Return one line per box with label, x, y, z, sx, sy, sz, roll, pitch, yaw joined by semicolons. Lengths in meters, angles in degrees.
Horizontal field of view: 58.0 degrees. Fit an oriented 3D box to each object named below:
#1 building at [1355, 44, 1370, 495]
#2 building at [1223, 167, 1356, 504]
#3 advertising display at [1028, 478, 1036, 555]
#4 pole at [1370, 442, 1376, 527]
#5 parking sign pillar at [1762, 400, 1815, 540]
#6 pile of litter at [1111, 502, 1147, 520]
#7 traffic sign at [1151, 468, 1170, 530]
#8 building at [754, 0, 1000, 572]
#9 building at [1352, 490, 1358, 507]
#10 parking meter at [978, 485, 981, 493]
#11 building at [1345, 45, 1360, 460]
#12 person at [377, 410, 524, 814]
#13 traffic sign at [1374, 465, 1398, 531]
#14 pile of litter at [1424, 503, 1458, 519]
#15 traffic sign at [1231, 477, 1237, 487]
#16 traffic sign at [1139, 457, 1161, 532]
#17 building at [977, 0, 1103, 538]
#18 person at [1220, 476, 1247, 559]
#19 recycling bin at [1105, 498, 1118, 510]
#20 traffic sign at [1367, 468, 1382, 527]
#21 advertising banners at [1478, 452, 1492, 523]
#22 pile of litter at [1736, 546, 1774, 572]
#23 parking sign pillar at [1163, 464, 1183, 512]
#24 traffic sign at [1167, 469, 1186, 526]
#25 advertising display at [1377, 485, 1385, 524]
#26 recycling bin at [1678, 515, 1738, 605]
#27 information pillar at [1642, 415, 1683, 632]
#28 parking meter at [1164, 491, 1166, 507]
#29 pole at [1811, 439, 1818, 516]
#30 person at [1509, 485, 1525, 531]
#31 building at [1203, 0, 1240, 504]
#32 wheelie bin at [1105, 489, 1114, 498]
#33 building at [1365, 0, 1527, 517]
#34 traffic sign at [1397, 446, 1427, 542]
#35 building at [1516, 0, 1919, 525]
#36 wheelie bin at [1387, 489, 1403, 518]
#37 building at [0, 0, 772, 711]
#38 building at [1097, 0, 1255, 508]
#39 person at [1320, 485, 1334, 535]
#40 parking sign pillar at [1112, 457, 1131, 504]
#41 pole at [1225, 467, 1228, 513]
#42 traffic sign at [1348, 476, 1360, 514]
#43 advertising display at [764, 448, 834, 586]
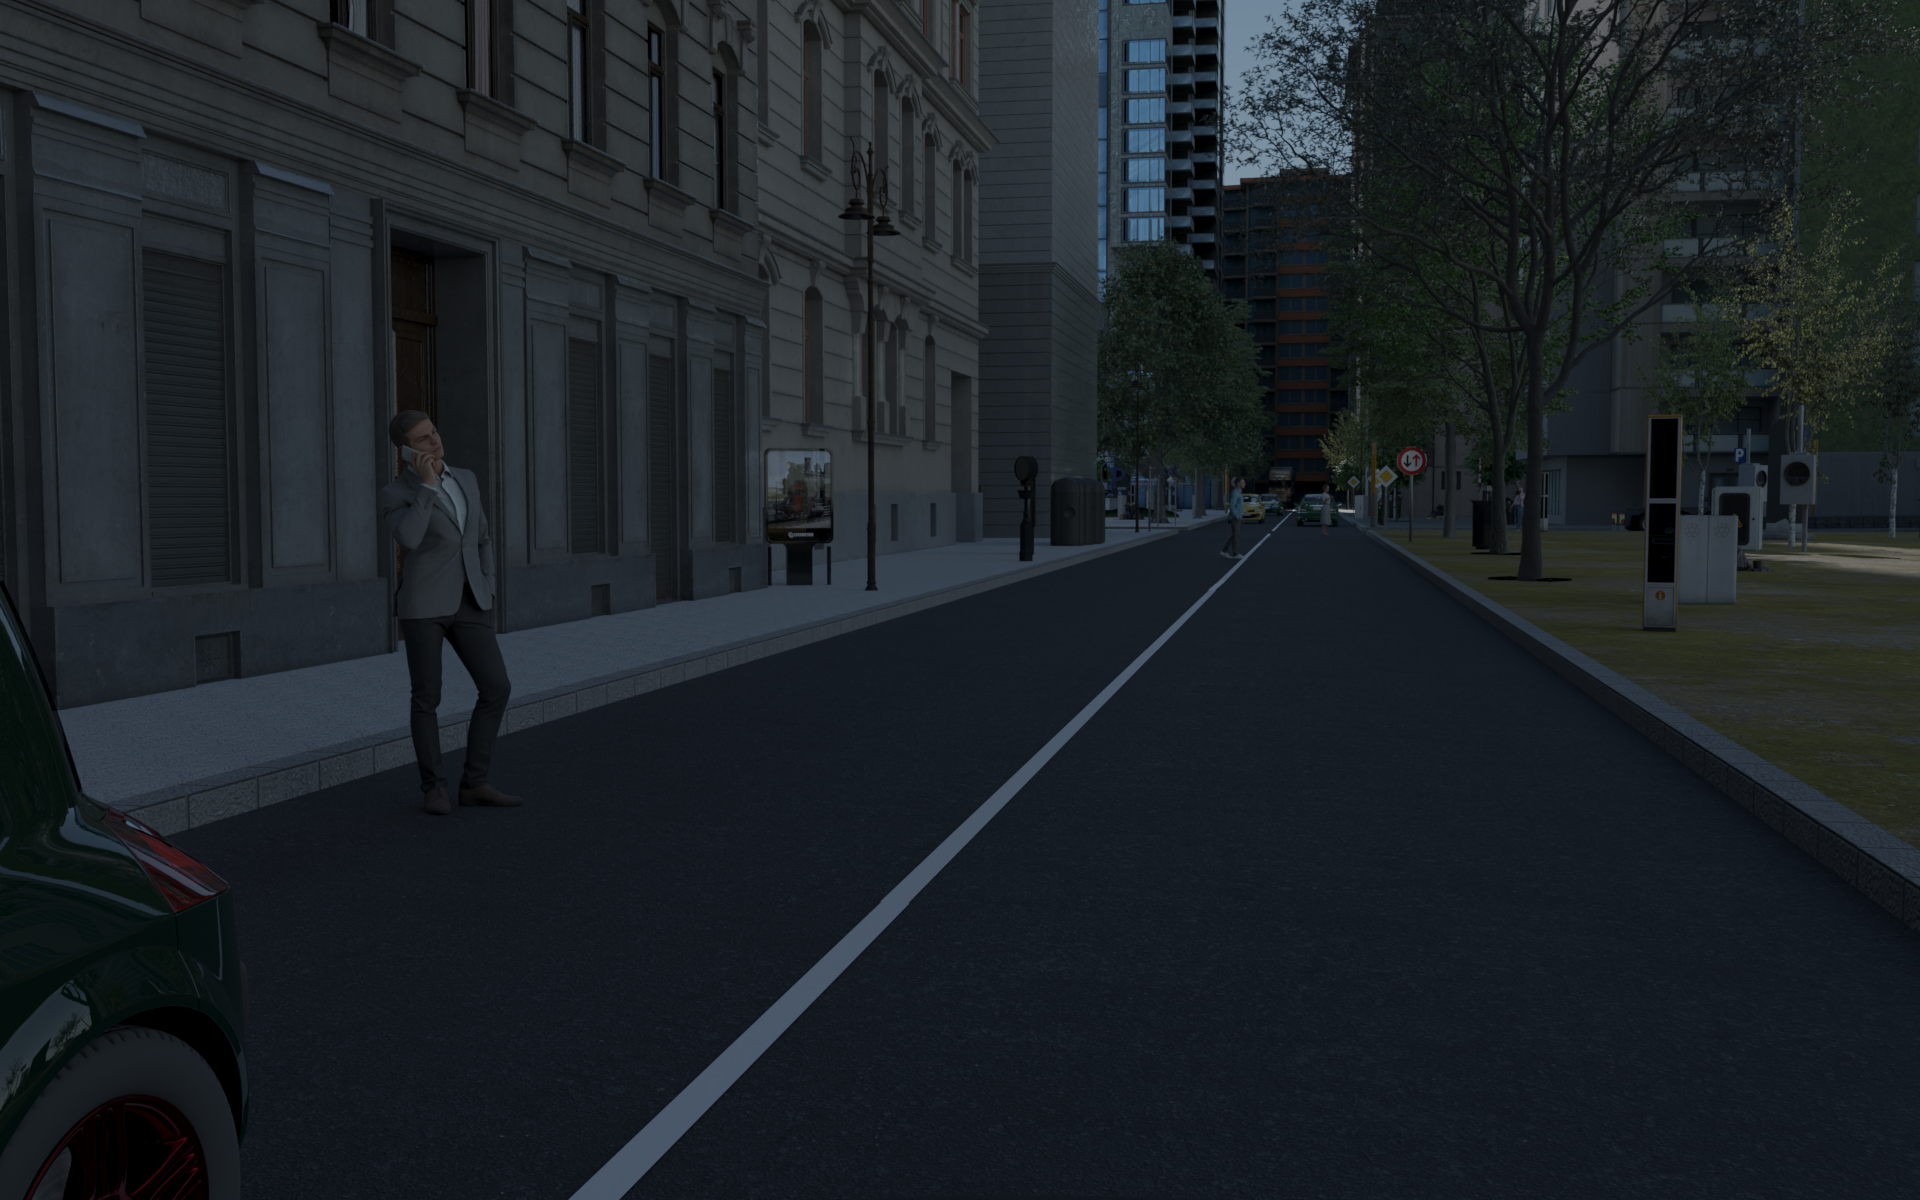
building;43.738;-31.108;158.730;14.600;45.320;14.200;1;4;11
building;45.885;-35.530;235.543;28.867;44.769;22.147;1;4;11
advertising display;1.514;-1.940;36.936;0.123;1.923;0.974;0;4;-3
pole;16.138;-4.510;67.586;0.158;3.312;0.155;0;3;0
parking sign pillar;23.339;-3.691;48.821;1.447;3.967;1.447;0;4;-7
pile of litter;8.441;-4.436;86.499;1.719;0.858;1.176;2;4;27
traffic sign;7.045;-3.537;61.479;0.795;2.450;0.064;1;4;11
building;-7.678;-15.234;36.458;14.401;28.519;23.554;1;4;11
building;50.504;-45.020;174.323;20.563;71.187;20.611;1;4;11
parking meter;0.419;-2.539;49.926;0.372;1.533;0.369;0;3;0
building;58.505;-37.219;197.765;28.713;52.752;27.495;1;4;11
person;-2.308;0.052;7.834;0.592;1.802;0.473;-2;4;-35
traffic sign;14.730;-3.441;59.909;0.795;2.450;0.064;1;4;11
pile of litter;24.614;-4.555;88.444;1.719;0.858;1.176;1;4;20
traffic sign;20.381;-7.814;127.865;0.768;2.556;0.104;1;4;21
traffic sign;6.471;-3.610;59.133;0.768;2.556;0.104;1;4;20
building;-10.690;-17.140;57.736;29.804;29.767;11.434;1;4;11
person;6.085;-1.835;38.516;0.620;1.820;0.660;1;4;13
recycling bin;9.355;-5.834;107.947;0.722;1.027;0.722;-2;4;-33
traffic sign;16.314;-3.920;67.736;0.795;2.450;0.064;1;4;11
advertising banners;22.026;-4.676;72.641;0.090;3.025;2.074;2;4;34
pile of litter;12.930;-0.943;29.378;1.176;0.858;1.719;-1;4;-19
parking sign pillar;15.611;-8.471;126.981;1.447;3.967;1.447;0;3;0
traffic sign;8.629;-4.016;69.306;0.795;2.450;0.064;1;4;11
advertising display;17.735;-4.148;73.041;0.123;1.923;0.974;0;4;2
recycling bin;8.660;-0.481;20.421;0.722;1.027;0.722;0;4;1
information pillar;6.576;-0.717;16.214;0.304;2.012;0.304;1;4;23
parking meter;12.618;-6.085;107.895;0.372;1.533;0.369;0;3;0
pole;31.957;-4.339;64.778;0.158;3.312;0.155;0;3;0
person;20.795;-3.388;64.489;0.643;1.750;0.593;-3;5;-40
building;19.755;-45.674;185.026;20.563;71.187;20.611;1;4;11
wheelie bin;10.079;-6.776;118.695;0.980;1.594;0.693;2;4;24
building;31.877;-20.374;104.818;14.160;30.474;14.107;1;4;11
traffic sign;12.094;-2.832;46.417;0.768;2.556;0.104;1;4;12
building;31.528;-23.776;72.331;14.086;41.232;14.154;1;4;11
wheelie bin;23.278;-5.180;92.605;0.693;1.594;0.980;2;4;31
building;-8.982;-10.157;15.217;9.793;20.994;18.267;1;4;11
building;19.647;-54.726;207.437;31.000;86.520;22.319;1;4;11
person;12.763;-3.119;60.060;0.524;1.755;0.480;2;4;33
parking sign pillar;11.498;-8.254;123.433;1.447;3.967;1.447;2;4;35
pole;17.632;-7.381;114.523;0.158;3.312;0.155;0;3;0
traffic sign;24.750;-6.589;108.915;0.795;2.450;0.064;1;4;17
advertising display;-2.261;-1.169;24.321;0.974;1.923;0.123;-1;4;-17
